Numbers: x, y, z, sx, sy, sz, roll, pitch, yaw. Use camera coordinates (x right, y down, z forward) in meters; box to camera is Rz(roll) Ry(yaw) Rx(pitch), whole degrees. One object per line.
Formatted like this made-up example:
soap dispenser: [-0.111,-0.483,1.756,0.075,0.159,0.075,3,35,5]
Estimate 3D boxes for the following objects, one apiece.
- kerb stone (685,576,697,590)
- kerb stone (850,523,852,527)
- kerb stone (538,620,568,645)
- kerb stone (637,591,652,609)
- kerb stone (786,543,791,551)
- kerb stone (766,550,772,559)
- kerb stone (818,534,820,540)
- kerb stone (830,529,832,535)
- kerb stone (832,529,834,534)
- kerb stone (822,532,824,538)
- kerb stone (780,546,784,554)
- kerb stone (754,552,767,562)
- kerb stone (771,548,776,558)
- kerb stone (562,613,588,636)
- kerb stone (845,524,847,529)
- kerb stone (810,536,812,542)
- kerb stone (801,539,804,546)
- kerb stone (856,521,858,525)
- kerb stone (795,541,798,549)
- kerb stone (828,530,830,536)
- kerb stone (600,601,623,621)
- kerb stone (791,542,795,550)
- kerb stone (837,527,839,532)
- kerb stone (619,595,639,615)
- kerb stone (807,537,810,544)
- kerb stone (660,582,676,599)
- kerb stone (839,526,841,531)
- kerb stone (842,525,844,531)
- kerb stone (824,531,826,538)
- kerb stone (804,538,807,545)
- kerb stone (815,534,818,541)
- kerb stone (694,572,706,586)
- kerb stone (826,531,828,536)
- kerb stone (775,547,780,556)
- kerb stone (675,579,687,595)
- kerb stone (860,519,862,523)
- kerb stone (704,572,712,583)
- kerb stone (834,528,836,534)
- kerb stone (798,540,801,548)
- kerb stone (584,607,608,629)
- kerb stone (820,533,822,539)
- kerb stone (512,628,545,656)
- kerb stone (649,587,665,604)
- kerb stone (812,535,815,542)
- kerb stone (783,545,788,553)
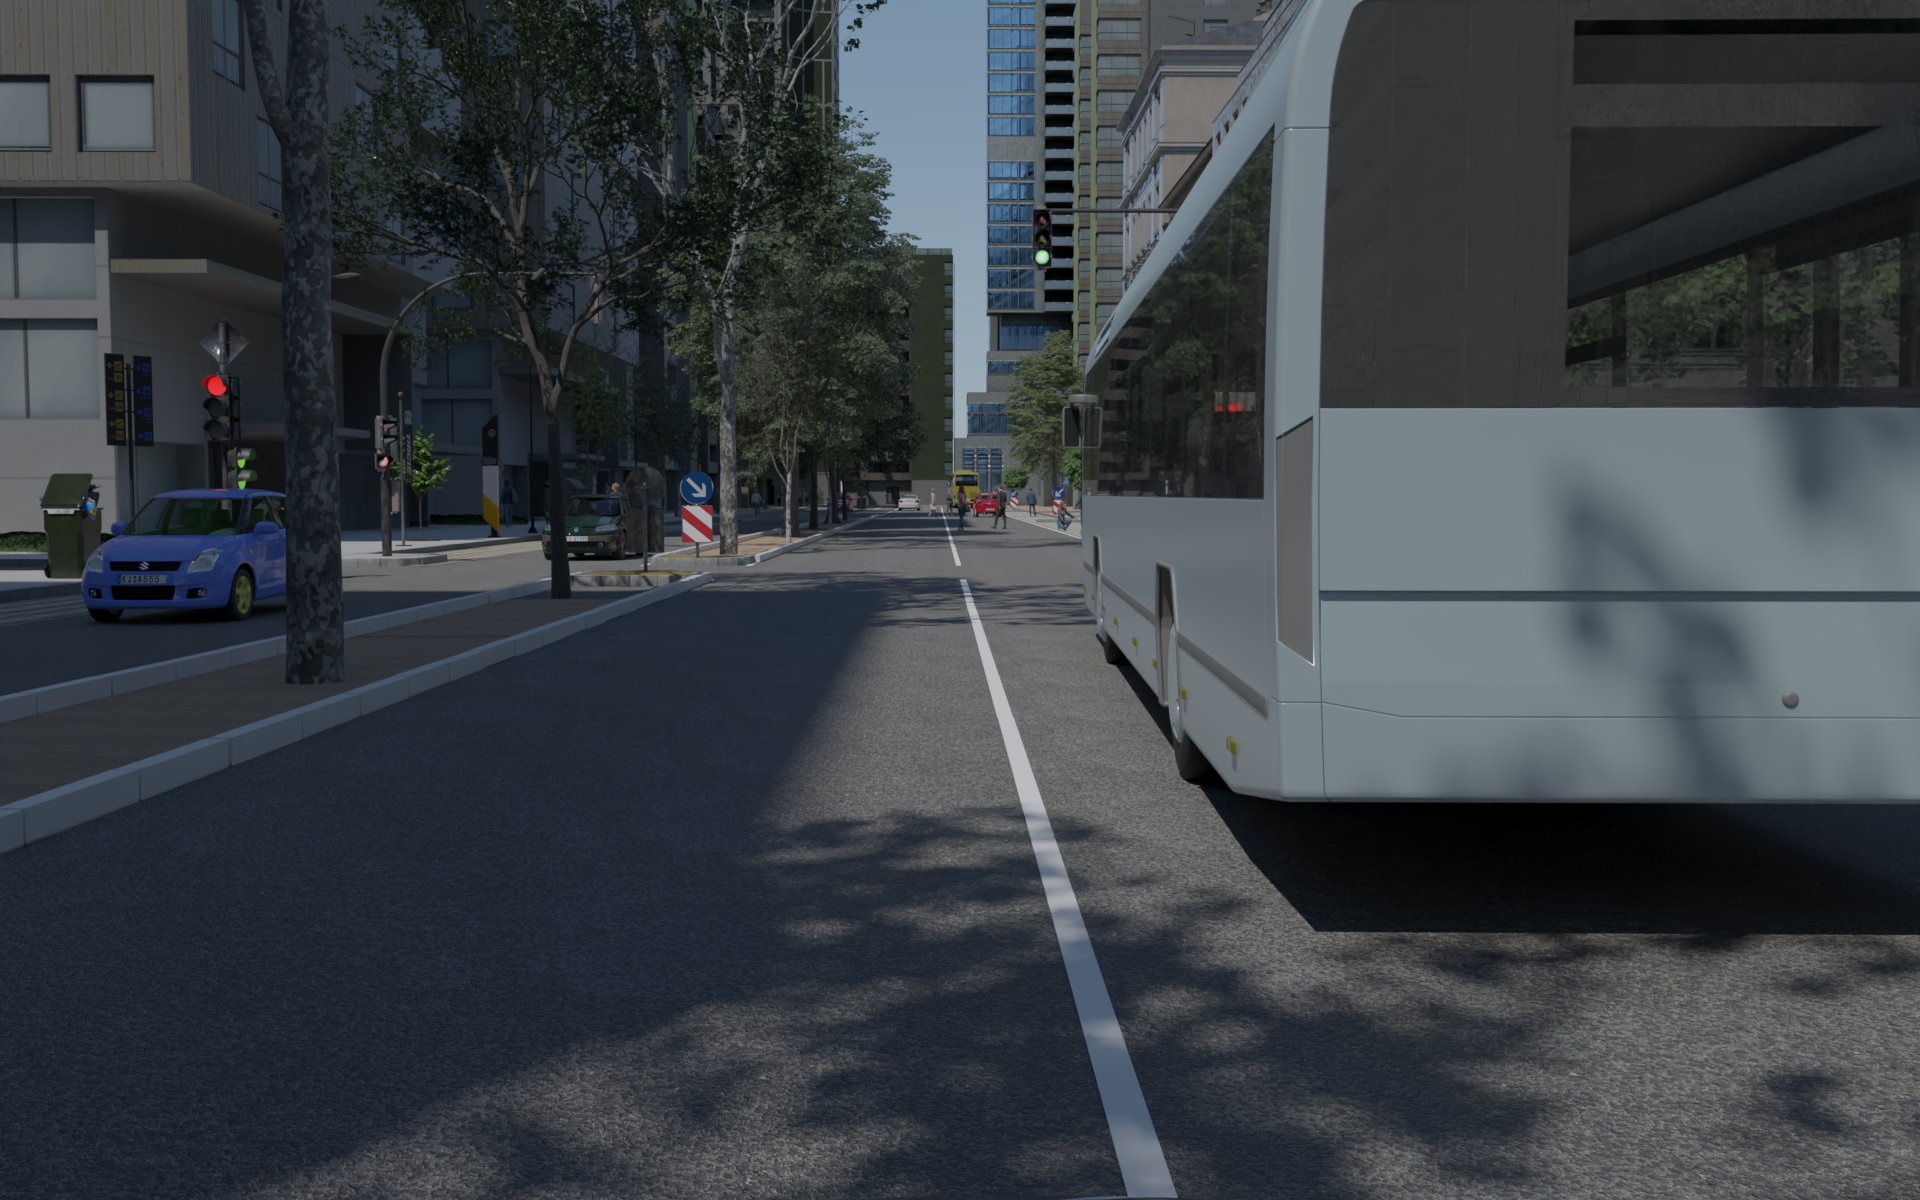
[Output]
kerb stone: [-4.122,-0.230,26.023,0.120,0.150,1.000,0,4,-1]
kerb stone: [-4.735,-3.088,72.683,0.120,0.150,1.000,0,4,-1]
kerb stone: [-3.998,0.329,16.811,0.120,0.150,1.000,0,4,-1]
kerb stone: [-4.069,0.018,21.923,0.120,0.150,1.000,0,4,-1]
kerb stone: [-4.346,-1.270,42.962,0.120,0.150,1.000,0,4,-1]
kerb stone: [-4.277,-0.956,37.821,0.120,0.150,1.000,0,4,-1]
kerb stone: [-4.484,-1.897,53.212,0.120,0.150,1.000,0,4,-1]
kerb stone: [-4.558,-2.273,59.359,0.120,0.150,1.000,0,4,-1]
kerb stone: [-4.579,-2.336,60.381,0.120,0.150,1.000,0,4,-1]
kerb stone: [-4.505,-2.017,55.261,0.120,0.150,1.000,0,4,-1]
kerb stone: [-4.319,-1.144,40.899,0.120,0.150,1.000,0,4,-1]
kerb stone: [-4.265,-0.893,36.796,0.120,0.150,1.000,0,4,-1]
kerb stone: [-4.285,-1.013,38.850,0.120,0.150,1.000,0,4,-1]
kerb stone: [-4.016,0.269,17.834,0.120,0.150,1.000,0,4,-1]
kerb stone: [-4.681,-2.837,68.584,0.120,0.150,1.000,0,4,-1]
kerb stone: [-4.443,-1.708,50.142,0.120,0.150,1.000,0,4,-1]
kerb stone: [-4.399,-1.521,47.061,0.120,0.150,1.000,0,4,-1]
kerb stone: [-4.793,-3.392,77.821,0.120,0.150,1.000,0,4,-1]
kerb stone: [-4.366,-1.395,45.011,0.120,0.150,1.000,0,4,-1]
kerb stone: [-4.543,-2.210,58.335,0.120,0.150,1.000,0,4,-1]
kerb stone: [-4.046,0.143,19.877,0.120,0.150,1.000,0,4,-1]
kerb stone: [-4.362,-1.333,43.985,0.120,0.150,1.000,0,4,-1]
kerb stone: [-4.620,-2.524,63.459,0.120,0.150,1.000,0,4,-1]
kerb stone: [-4.053,0.079,20.901,0.120,0.150,1.000,0,4,-1]
kerb stone: [-4.424,-1.647,49.118,0.120,0.150,1.000,0,4,-1]
kerb stone: [-4.100,-0.109,23.972,0.120,0.150,1.000,0,4,-1]
kerb stone: [-4.630,-2.586,64.484,0.120,0.150,1.000,0,4,-1]
kerb stone: [-4.657,-2.712,66.540,0.120,0.150,1.000,0,4,-1]
kerb stone: [-4.519,-2.080,56.287,0.120,0.150,1.000,0,4,-1]
kerb stone: [-4.411,-1.583,48.083,0.120,0.150,1.000,0,4,-1]
kerb stone: [-4.464,-1.834,52.187,0.120,0.150,1.000,0,4,-1]
kerb stone: [-4.133,-0.297,27.044,0.120,0.150,1.000,0,4,-1]
kerb stone: [-4.528,-2.142,57.309,0.120,0.150,1.000,0,4,-1]
kerb stone: [-4.303,-1.081,39.877,0.120,0.150,1.000,0,4,-1]
kerb stone: [-4.108,-0.172,25.001,0.120,0.150,1.000,0,4,-1]
kerb stone: [-4.860,-3.653,81.928,0.120,0.150,1.000,0,4,-1]
kerb stone: [-4.148,-0.354,28.067,0.120,0.150,1.000,0,4,-1]
kerb stone: [-4.586,-2.396,61.404,0.120,0.150,1.000,0,4,-1]
kerb stone: [-4.380,-1.458,46.033,0.120,0.150,1.000,0,4,-1]
kerb stone: [-4.020,0.207,18.856,0.120,0.150,1.000,0,4,-1]
kerb stone: [-4.490,-1.960,54.239,0.120,0.150,1.000,0,4,-1]
kerb stone: [-3.983,0.393,15.781,0.120,0.150,1.000,0,4,-1]
kerb stone: [-4.085,-0.042,22.945,0.120,0.150,1.000,0,4,-1]
kerb stone: [-4.456,-1.772,51.164,0.120,0.150,1.000,0,4,-1]
kerb stone: [-4.329,-1.202,41.931,0.120,0.150,1.000,0,4,-1]
